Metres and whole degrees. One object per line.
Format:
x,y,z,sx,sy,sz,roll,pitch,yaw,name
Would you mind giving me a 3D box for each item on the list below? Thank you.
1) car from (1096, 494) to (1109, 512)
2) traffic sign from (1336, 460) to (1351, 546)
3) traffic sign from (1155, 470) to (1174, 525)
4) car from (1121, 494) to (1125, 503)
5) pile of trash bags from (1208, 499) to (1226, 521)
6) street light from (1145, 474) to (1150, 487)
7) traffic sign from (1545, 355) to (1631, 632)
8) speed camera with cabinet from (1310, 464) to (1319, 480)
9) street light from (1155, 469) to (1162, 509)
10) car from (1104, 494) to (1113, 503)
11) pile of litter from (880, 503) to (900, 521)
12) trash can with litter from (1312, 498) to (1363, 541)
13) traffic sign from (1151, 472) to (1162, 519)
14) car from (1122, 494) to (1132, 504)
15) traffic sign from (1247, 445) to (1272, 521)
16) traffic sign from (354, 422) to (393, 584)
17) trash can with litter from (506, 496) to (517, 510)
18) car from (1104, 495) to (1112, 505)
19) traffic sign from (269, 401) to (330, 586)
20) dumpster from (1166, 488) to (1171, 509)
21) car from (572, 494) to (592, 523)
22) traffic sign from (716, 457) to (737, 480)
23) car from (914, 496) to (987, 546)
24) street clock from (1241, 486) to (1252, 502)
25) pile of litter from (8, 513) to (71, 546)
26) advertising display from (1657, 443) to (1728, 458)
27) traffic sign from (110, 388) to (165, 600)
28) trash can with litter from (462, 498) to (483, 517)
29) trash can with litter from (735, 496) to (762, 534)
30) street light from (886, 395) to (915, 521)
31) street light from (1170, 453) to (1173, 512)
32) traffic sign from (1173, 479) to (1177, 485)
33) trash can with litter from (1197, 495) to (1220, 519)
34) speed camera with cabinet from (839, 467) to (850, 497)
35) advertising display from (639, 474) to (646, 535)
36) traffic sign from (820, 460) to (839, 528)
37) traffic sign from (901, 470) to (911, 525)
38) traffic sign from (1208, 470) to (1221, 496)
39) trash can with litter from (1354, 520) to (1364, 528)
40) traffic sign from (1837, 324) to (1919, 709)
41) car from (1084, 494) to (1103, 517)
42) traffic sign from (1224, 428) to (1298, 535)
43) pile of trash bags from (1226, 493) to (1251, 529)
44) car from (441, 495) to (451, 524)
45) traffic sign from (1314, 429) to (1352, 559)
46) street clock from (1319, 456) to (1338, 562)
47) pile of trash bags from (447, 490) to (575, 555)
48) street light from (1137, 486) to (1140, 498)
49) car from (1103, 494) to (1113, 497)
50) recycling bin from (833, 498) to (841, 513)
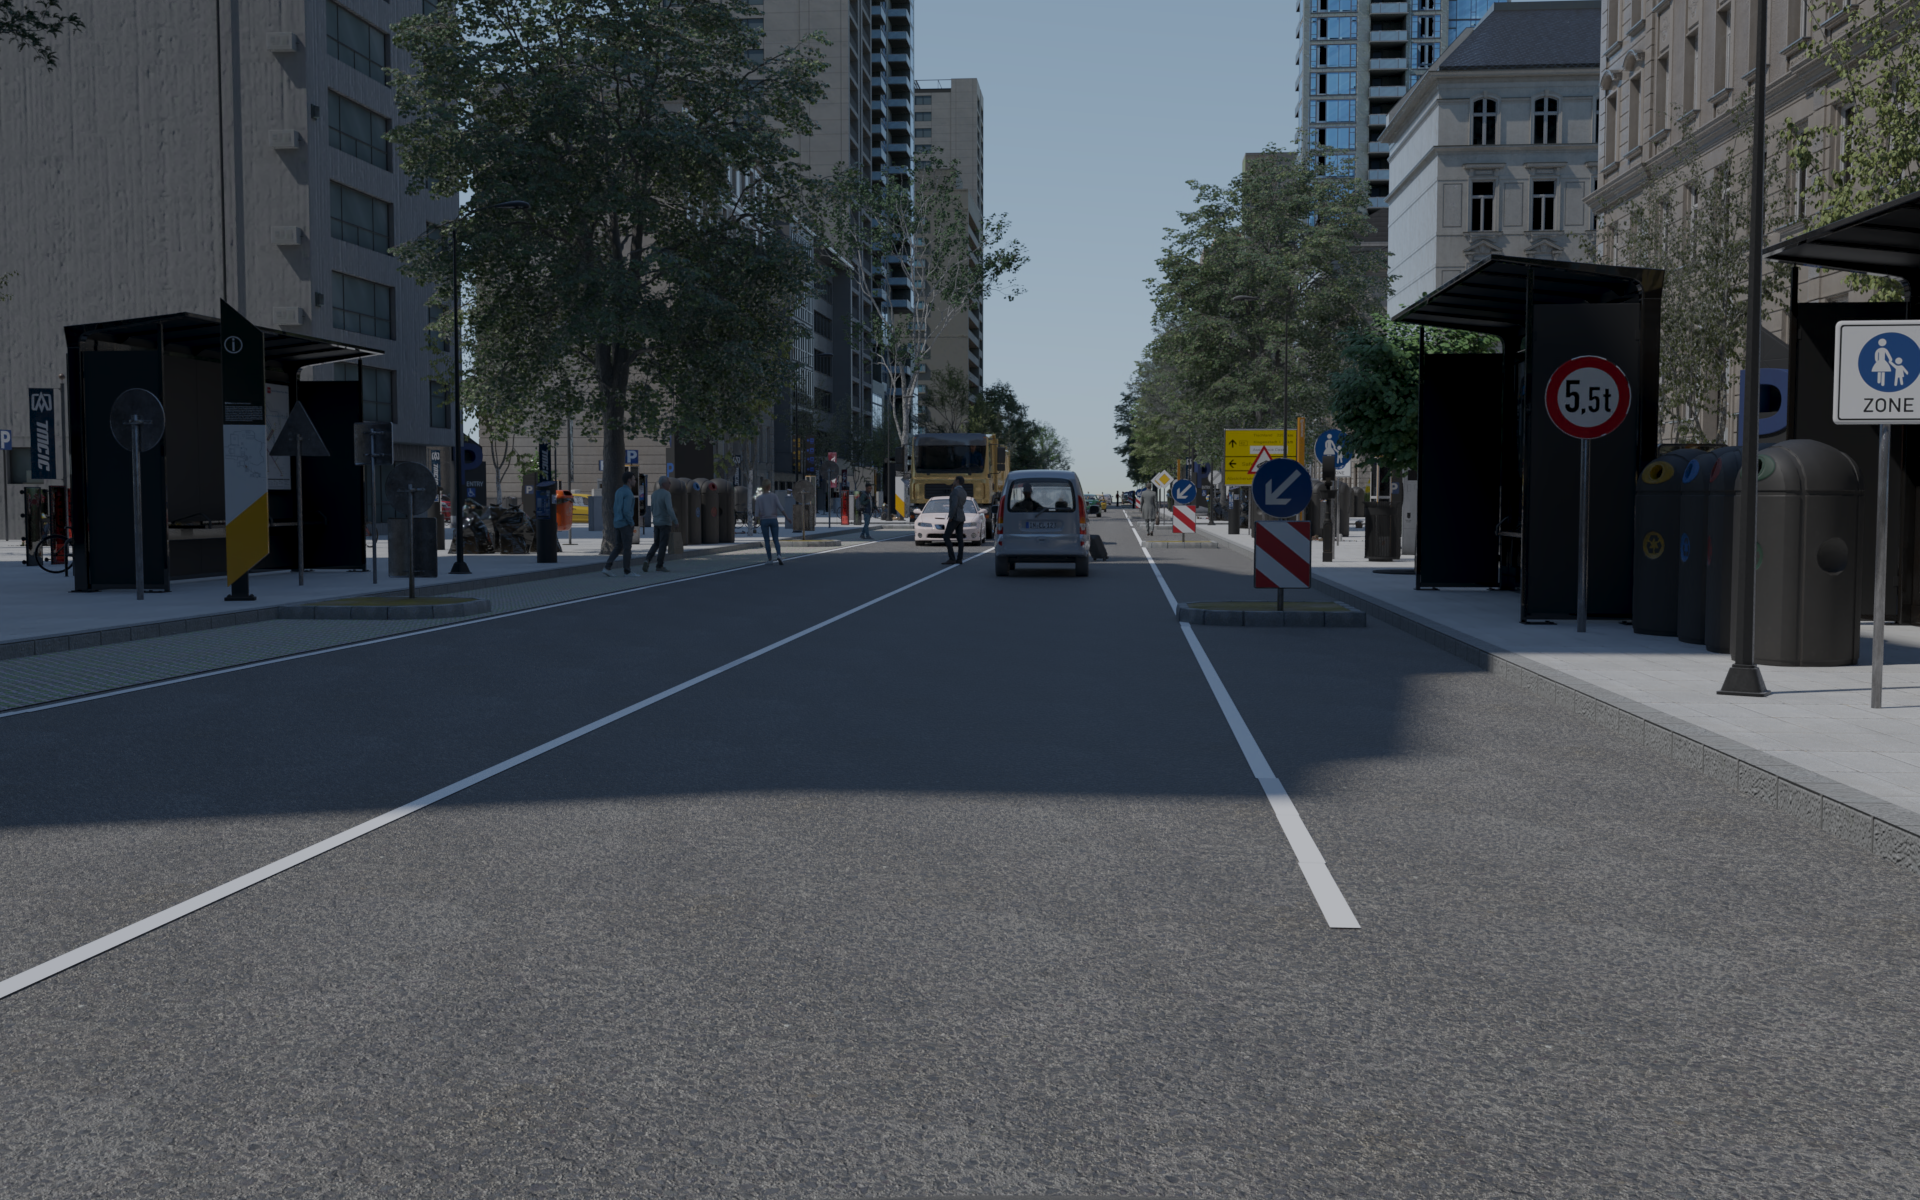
10.775,-7.769,137.240,2.015,1.641,3.980,0,4,5,car
9.363,-2.492,42.868,0.606,2.300,0.079,1,4,14,traffic sign
8.376,-4.122,71.031,0.795,2.450,0.064,0,4,5,traffic sign
26.593,-16.283,276.014,2.009,1.686,4.222,0,4,6,car
13.728,-4.470,82.829,3.447,1.369,1.912,-1,4,-16,pile of trash bags
17.248,-11.077,153.648,1.470,5.913,1.316,0,4,5,street light
5.775,-0.973,16.013,0.768,2.556,0.104,0,4,6,traffic sign
19.628,-6.459,99.947,2.038,3.252,0.660,-1,4,-9,speed camera with cabinet
14.574,-9.232,123.485,1.470,5.913,1.316,0,4,5,street light
24.810,-17.211,291.618,2.015,1.641,3.980,0,4,6,car
-3.374,-4.323,84.649,1.176,0.858,1.719,1,4,12,pile of litter
10.089,-2.248,47.818,1.678,1.210,2.233,0,4,-3,trash can with litter
9.088,-4.608,78.984,0.795,2.450,0.064,0,4,5,traffic sign
23.511,-14.165,241.388,2.009,1.686,4.222,0,4,5,car
8.094,-2.824,46.181,0.884,2.594,0.081,0,4,7,traffic sign
-8.364,-1.381,24.704,0.606,2.300,0.079,1,4,14,traffic sign
-22.260,-4.495,84.544,2.233,1.210,1.678,0,4,-8,trash can with litter
18.582,-12.936,223.859,2.083,1.381,4.827,0,4,3,car
-9.238,-1.481,24.214,0.884,2.594,0.081,0,4,6,traffic sign
18.062,-8.590,146.204,1.264,1.857,1.865,0,4,5,dumpster
-16.679,-4.116,77.512,3.980,1.641,2.015,0,4,7,car
-8.100,-3.656,59.878,0.768,2.556,0.104,1,4,9,traffic sign
-0.242,-2.265,49.392,2.083,1.381,4.827,0,4,3,car
15.682,-5.555,95.390,0.358,2.002,0.471,3,5,39,street clock
-22.627,-1.767,42.851,1.719,0.858,1.176,1,4,16,pile of litter
9.303,-1.032,22.085,0.974,1.923,0.123,0,4,-5,advertising display
-9.943,-1.274,20.930,0.768,2.556,0.104,1,4,14,traffic sign
-13.481,-2.292,48.861,1.055,1.170,0.624,-2,4,-35,trash can with litter
-7.172,-2.737,55.805,2.233,1.210,1.678,-2,4,-34,trash can with litter
-2.808,-6.667,81.542,1.470,5.913,1.316,0,4,5,street light
11.879,-7.420,93.863,1.470,5.913,1.316,0,4,5,street light
18.662,-9.106,148.981,0.768,2.556,0.104,1,4,14,traffic sign
12.744,-4.715,88.140,2.233,1.210,1.678,2,4,35,trash can with litter
-8.312,-8.261,129.407,0.660,3.252,2.038,2,4,24,speed camera with cabinet
-10.445,-3.038,54.882,0.974,1.923,0.123,0,4,4,advertising display
-4.918,-3.983,65.220,0.768,2.556,0.104,1,4,12,traffic sign
-2.075,-4.180,71.983,0.795,2.450,0.064,0,4,5,traffic sign
13.747,-5.704,93.359,0.768,2.556,0.104,1,4,14,traffic sign
15.284,-3.281,65.031,1.055,1.170,0.624,1,4,15,trash can with litter
5.487,-0.500,10.302,0.606,2.300,0.079,0,4,7,traffic sign
7.833,-5.850,107.437,2.131,1.459,4.920,0,4,3,car
9.351,-3.673,53.931,2.265,3.308,0.079,0,4,7,traffic sign
11.950,-3.341,64.375,3.447,1.369,1.912,2,4,29,pile of trash bags
-24.772,-4.195,77.635,4.494,1.783,2.155,0,4,6,car
7.333,-2.073,34.006,0.768,2.556,0.104,1,4,9,traffic sign
6.946,-1.720,32.689,0.358,2.002,0.471,1,4,13,street clock
-9.614,-1.742,38.236,1.912,1.369,3.447,1,4,21,pile of trash bags
24.090,-15.742,229.918,1.470,5.913,1.316,0,4,5,street light
25.577,-17.861,301.067,2.155,1.783,4.494,0,4,5,car
-7.978,-6.254,114.813,0.722,1.027,0.722,-1,4,-18,recycling bin
